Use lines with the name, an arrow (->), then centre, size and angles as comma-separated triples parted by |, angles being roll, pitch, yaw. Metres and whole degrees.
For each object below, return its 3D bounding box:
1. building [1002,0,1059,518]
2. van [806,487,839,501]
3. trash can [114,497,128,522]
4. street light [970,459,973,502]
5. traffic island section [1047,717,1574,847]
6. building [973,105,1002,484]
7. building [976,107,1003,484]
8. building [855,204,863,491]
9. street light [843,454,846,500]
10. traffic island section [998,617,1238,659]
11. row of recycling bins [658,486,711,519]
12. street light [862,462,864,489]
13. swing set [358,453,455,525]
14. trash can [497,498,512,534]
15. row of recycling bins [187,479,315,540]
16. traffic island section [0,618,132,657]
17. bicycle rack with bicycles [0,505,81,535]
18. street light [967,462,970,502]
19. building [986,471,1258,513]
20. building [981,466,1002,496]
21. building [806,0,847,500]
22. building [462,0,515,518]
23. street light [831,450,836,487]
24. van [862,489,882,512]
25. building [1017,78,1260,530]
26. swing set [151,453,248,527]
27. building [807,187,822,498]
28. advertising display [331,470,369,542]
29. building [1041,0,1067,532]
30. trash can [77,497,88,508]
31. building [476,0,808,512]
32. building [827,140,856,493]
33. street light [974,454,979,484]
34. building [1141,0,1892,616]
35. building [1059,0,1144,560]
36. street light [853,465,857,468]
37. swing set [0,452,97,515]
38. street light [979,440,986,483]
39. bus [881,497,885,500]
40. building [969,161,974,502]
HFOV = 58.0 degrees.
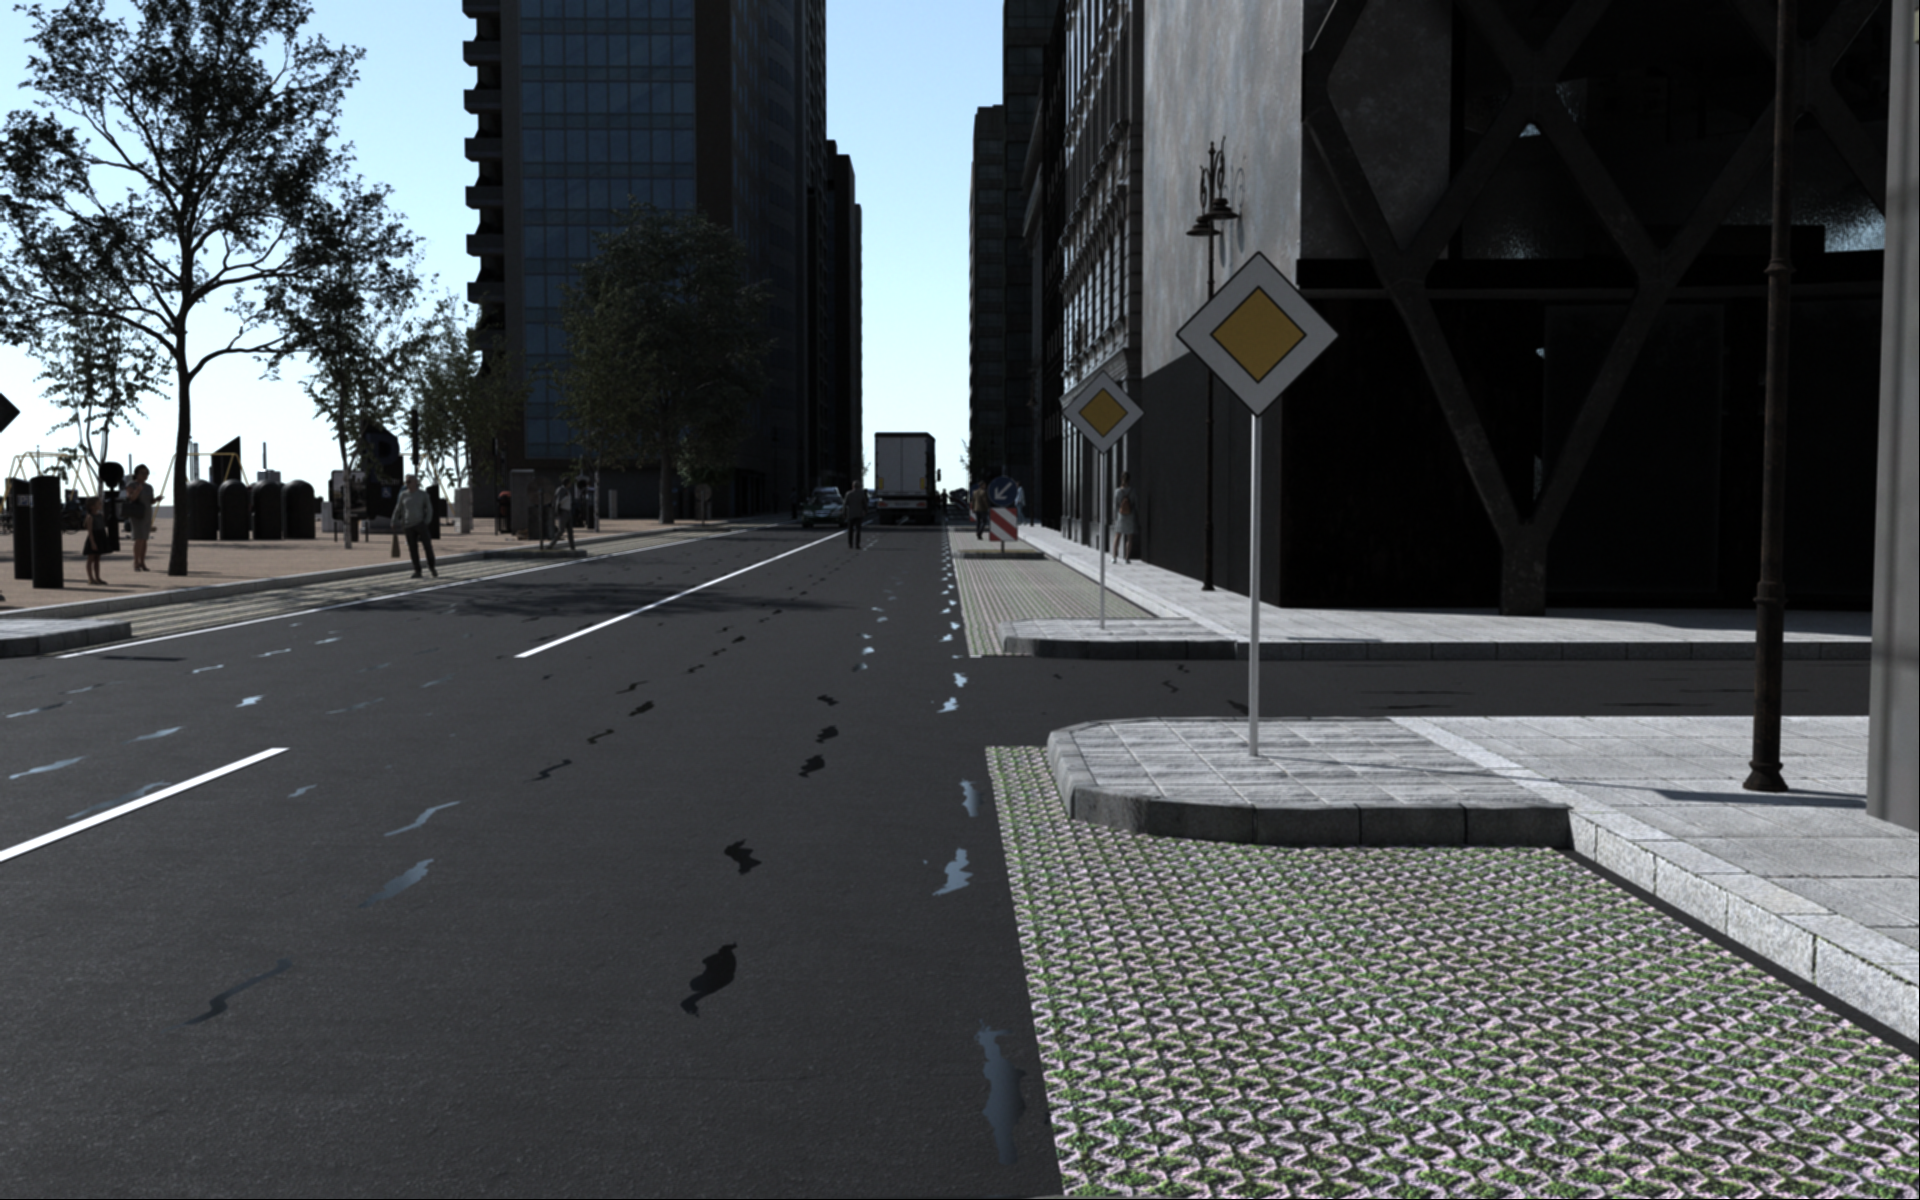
building -> 9.399, -20.073, 99.899 | 14.160, 30.474, 14.107 | 0, 4, -1
van -> -7.494, -5.454, 96.183 | 2.013, 2.044, 4.112 | 0, 4, -1
trash can -> -37.957, -4.080, 78.361 | 0.748, 1.137, 0.748 | 0, 3, 0
street light -> 1.573, -12.922, 184.059 | 0.468, 5.910, 1.993 | 0, 4, -1
traffic island section -> 1.478, 0.845, 8.472 | 2.009, 0.180, 2.903 | 0, 4, -1
building -> 8.505, -33.647, 200.238 | 14.600, 45.320, 14.200 | 0, 4, -1
building -> 8.763, -30.743, 186.248 | 14.154, 41.232, 14.086 | 0, 4, -1
building -> -20.706, -33.858, 237.165 | 14.154, 41.232, 14.086 | 0, 4, -1
street light -> -13.270, -13.838, 199.036 | 0.468, 5.910, 1.993 | 0, 4, -1
traffic island section -> 1.393, 0.356, 16.457 | 2.009, 0.180, 2.903 | 0, 4, -1
row of recycling bins -> -14.240, -5.043, 89.565 | 3.534, 1.692, 1.069 | 3, 4, 37
street light -> -13.676, -16.638, 244.819 | 0.468, 5.910, 1.993 | 0, 4, -1
swing set -> -21.347, -4.232, 66.813 | 2.862, 2.851, 3.119 | 1, 4, 12
trash can -> -14.764, -2.742, 56.480 | 0.748, 1.137, 0.748 | 0, 3, 0
row of recycling bins -> -20.124, -2.571, 49.153 | 3.534, 1.692, 1.069 | -3, 5, -39
traffic island section -> -9.247, 0.363, 16.349 | 2.009, 0.180, 2.903 | 0, 4, -1
bicycle rack with bicycles -> -29.642, -2.521, 54.601 | 2.925, 0.926, 2.852 | -1, 4, -9
street light -> 1.354, -14.276, 206.201 | 0.468, 5.910, 1.993 | 0, 4, -1
building -> 18.332, -27.046, 134.088 | 32.217, 40.220, 23.993 | 0, 4, -1
building -> 12.395, -43.859, 155.341 | 20.563, 71.187, 20.611 | 0, 4, -1
building -> -24.009, -46.853, 204.296 | 20.563, 71.187, 20.611 | 0, 4, -1
building -> -18.983, -27.382, 97.806 | 14.600, 45.320, 14.200 | 0, 4, -1
street light -> -12.932, -12.463, 176.551 | 0.468, 5.910, 1.993 | 0, 4, -1
van -> -7.059, -7.875, 135.768 | 2.013, 2.044, 4.112 | 0, 4, -2
building -> 9.774, -14.529, 79.349 | 13.314, 21.916, 24.055 | 0, 4, -1
swing set -> -28.951, -4.228, 66.755 | 3.119, 2.851, 2.862 | 1, 4, 19
building -> -20.078, -23.512, 156.119 | 14.160, 30.474, 14.107 | 0, 4, -1
advertising display -> -16.392, -2.530, 46.581 | 0.974, 1.923, 0.123 | 0, 4, 2
building -> 9.427, -14.050, 59.392 | 12.332, 23.373, 15.834 | 0, 4, -1
trash can -> -43.932, -4.608, 86.988 | 0.748, 1.137, 0.748 | 0, 3, 0
building -> -23.389, -36.168, 133.340 | 21.231, 58.520, 28.212 | 0, 4, -1
building -> -20.697, -35.034, 222.923 | 14.600, 45.320, 14.200 | 0, 4, -1
street light -> 1.897, -11.912, 167.547 | 0.468, 5.910, 1.993 | 0, 4, -1
building -> 11.891, -9.583, 24.141 | 16.811, 18.784, 16.820 | 0, 4, -1
building -> 7.799, -11.810, 42.246 | 9.793, 20.994, 18.267 | 0, 4, -1
street light -> -13.434, -15.228, 221.765 | 0.468, 5.910, 1.993 | 0, 4, -1
swing set -> -36.793, -4.419, 69.869 | 3.119, 2.851, 2.862 | 0, 4, 5
street light -> 2.084, -10.524, 144.854 | 0.468, 5.910, 1.993 | 0, 4, -1
bus -> -7.918, -13.120, 206.059 | 2.896, 3.916, 12.252 | 0, 3, 0
building -> 12.108, -37.687, 239.880 | 21.300, 48.544, 21.600 | 0, 4, -1
